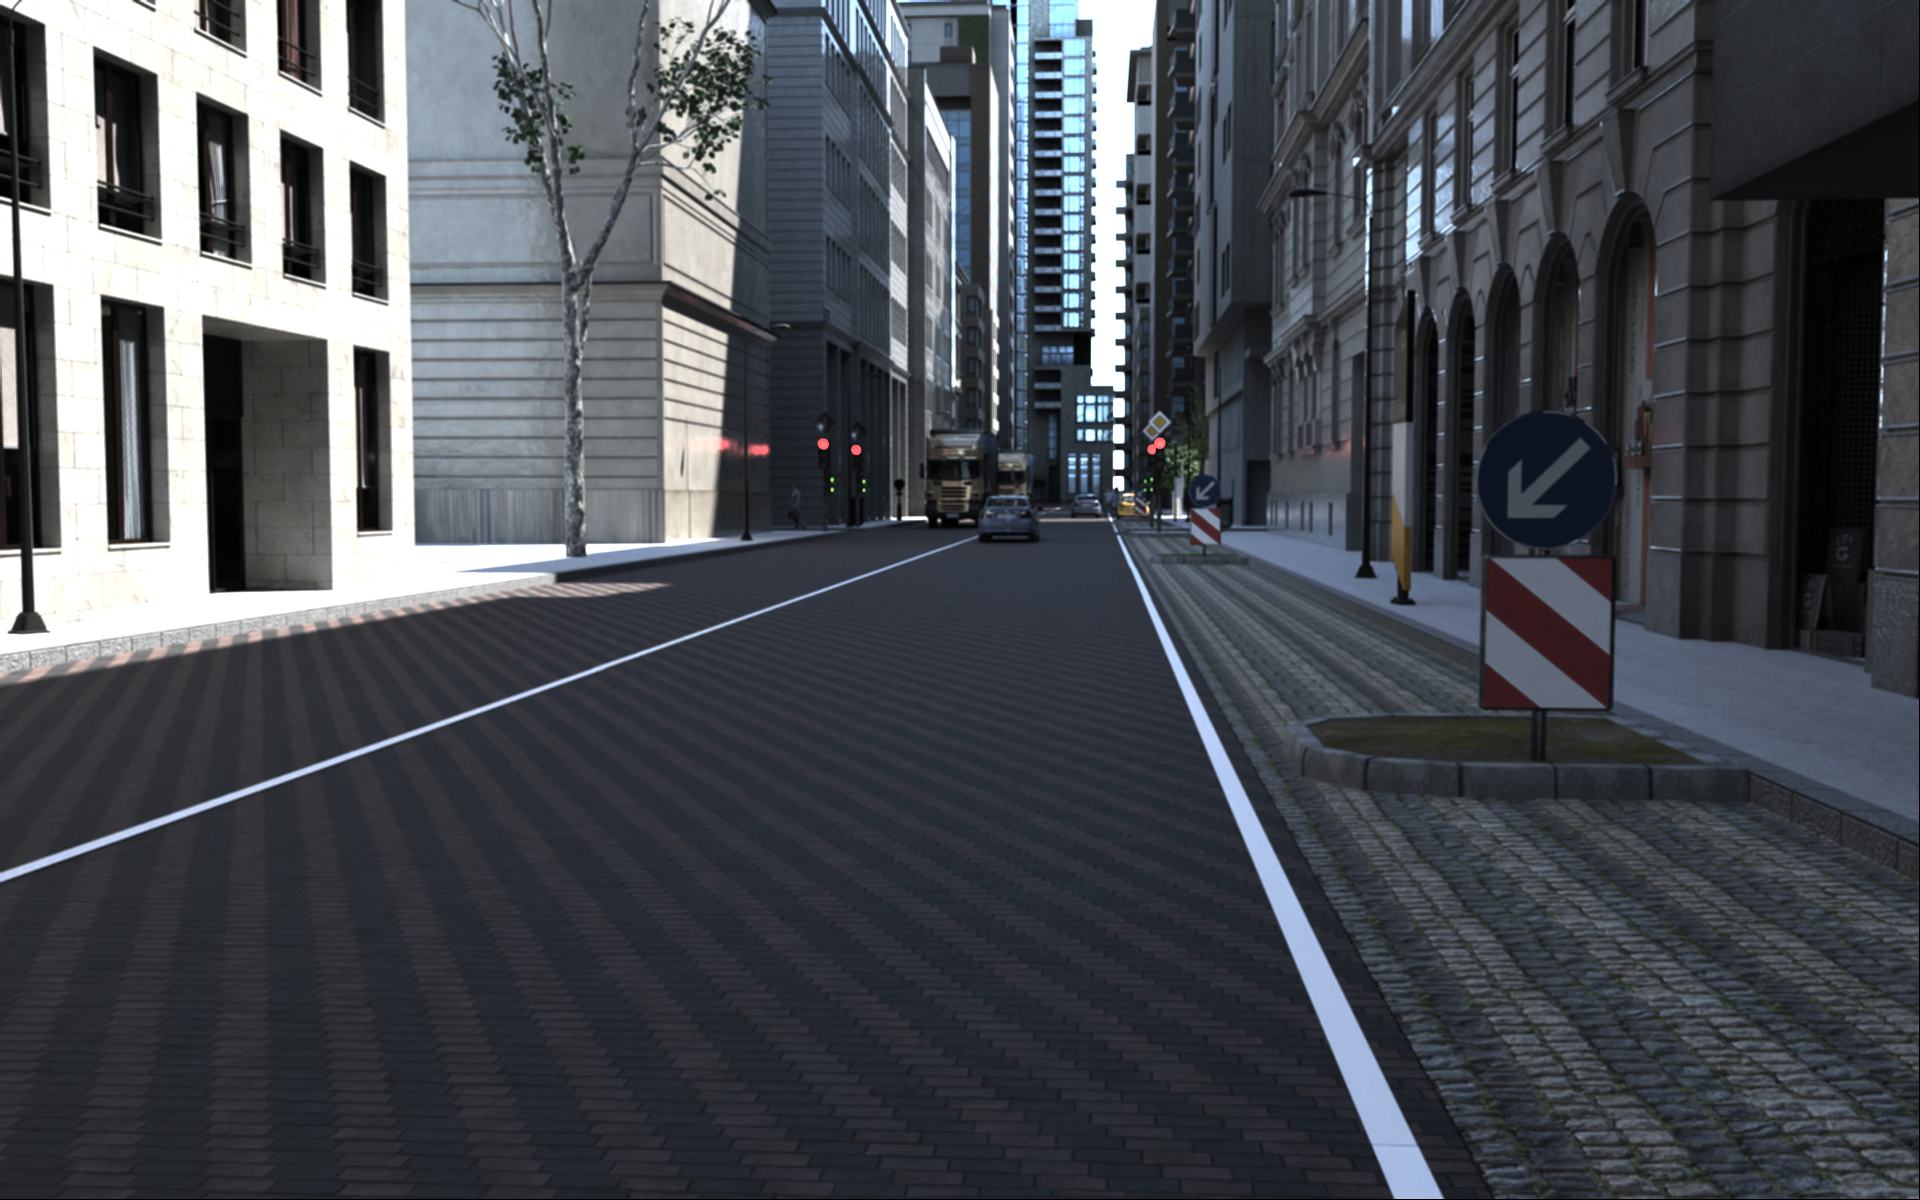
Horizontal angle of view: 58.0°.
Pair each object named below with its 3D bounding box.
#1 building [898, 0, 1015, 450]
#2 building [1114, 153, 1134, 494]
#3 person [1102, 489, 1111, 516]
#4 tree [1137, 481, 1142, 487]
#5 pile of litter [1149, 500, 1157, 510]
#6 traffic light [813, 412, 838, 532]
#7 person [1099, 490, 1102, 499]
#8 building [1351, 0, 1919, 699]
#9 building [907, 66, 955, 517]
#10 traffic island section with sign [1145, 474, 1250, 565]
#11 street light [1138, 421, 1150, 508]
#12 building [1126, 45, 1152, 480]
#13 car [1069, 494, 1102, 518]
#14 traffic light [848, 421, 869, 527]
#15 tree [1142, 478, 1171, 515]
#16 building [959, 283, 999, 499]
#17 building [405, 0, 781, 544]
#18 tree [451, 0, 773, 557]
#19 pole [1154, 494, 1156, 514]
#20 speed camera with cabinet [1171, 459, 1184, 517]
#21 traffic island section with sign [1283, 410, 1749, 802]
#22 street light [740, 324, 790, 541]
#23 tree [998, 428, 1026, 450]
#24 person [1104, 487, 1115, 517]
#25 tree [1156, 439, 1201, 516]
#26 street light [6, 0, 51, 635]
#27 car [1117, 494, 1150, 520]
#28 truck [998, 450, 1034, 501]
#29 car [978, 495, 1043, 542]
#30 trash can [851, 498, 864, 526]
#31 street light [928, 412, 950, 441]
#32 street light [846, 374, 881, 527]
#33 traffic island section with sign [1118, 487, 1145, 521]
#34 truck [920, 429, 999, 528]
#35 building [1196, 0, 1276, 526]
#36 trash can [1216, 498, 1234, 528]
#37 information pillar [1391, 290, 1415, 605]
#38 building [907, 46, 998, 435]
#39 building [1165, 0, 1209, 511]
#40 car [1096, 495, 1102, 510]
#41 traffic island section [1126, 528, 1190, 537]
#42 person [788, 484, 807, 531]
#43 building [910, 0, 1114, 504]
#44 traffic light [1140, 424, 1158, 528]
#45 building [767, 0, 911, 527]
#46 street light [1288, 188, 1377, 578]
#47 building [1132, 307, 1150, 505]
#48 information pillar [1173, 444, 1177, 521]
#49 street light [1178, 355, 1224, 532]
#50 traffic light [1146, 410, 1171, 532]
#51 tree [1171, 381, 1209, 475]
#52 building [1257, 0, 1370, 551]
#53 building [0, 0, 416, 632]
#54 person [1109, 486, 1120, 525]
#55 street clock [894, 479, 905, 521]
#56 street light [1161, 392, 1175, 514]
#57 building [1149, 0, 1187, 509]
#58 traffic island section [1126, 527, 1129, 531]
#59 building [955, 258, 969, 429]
[{"bbox_3d":[-7.796,-40.692,207.308,28.212,58.520,21.231,0,4,5],"label":"building"},{"bbox_3d":[36.192,-37.617,234.641,30.456,49.044,23.786,0,4,5],"label":"building"},{"bbox_3d":[9.603,-6.423,113.785,0.520,1.790,0.573,-1,4,-21],"label":"person"},{"bbox_3d":[15.825,-9.186,144.790,1.663,3.219,1.824,0,3,0],"label":"tree"},{"bbox_3d":[15.260,-7.625,138.637,1.176,0.858,1.719,0,4,4],"label":"pile of litter"},{"bbox_3d":[-4.595,-4.293,59.115,0.839,4.253,0.868,0,4,5],"label":"traffic light"},{"bbox_3d":[13.127,-9.381,161.954,0.705,1.814,1.350,2,4,26],"label":"person"},{"bbox_3d":[12.767,-10.973,21.208,13.314,21.916,24.055,0,4,5],"label":"building"},{"bbox_3d":[-7.128,-17.647,106.543,12.078,24.808,19.932,0,4,5],"label":"building"},{"bbox_3d":[4.926,-1.668,35.898,1.989,1.847,2.006,0,4,5],"label":"traffic island section with sign"},{"bbox_3d":[12.212,-8.399,109.860,1.470,5.913,1.316,0,4,5],"label":"street light"},{"bbox_3d":[33.781,-37.435,201.305,28.713,52.752,27.495,0,4,5],"label":"building"},{"bbox_3d":[7.526,-5.610,103.729,2.014,1.417,4.499,0,4,3],"label":"car"},{"bbox_3d":[-3.954,-4.780,67.075,0.839,4.253,0.868,0,4,5],"label":"traffic light"},{"bbox_3d":[12.634,-6.878,107.062,1.663,3.219,1.824,0,3,0],"label":"tree"},{"bbox_3d":[-11.120,-19.131,157.837,27.650,21.520,28.899,0,4,5],"label":"building"},{"bbox_3d":[-21.188,-13.389,52.189,30.059,22.955,16.112,0,4,5],"label":"building"},{"bbox_3d":[-6.612,-10.897,34.063,12.611,20.169,13.585,0,3,0],"label":"tree"},{"bbox_3d":[12.589,-7.253,112.434,0.158,3.312,0.155,0,3,0],"label":"pole"},{"bbox_3d":[12.329,-6.350,98.161,0.660,3.252,2.038,0,4,4],"label":"speed camera with cabinet"},{"bbox_3d":[2.745,-0.025,9.031,1.989,1.847,2.006,0,4,5],"label":"traffic island section with sign"},{"bbox_3d":[-5.357,-4.592,47.617,1.470,5.913,1.316,0,4,5],"label":"street light"},{"bbox_3d":[5.655,-14.874,193.558,4.360,8.622,3.978,0,3,0],"label":"tree"},{"bbox_3d":[9.198,-6.014,106.690,0.748,1.841,0.638,2,4,26],"label":"person"},{"bbox_3d":[12.848,-7.299,103.049,4.285,4.588,4.351,0,3,0],"label":"tree"},{"bbox_3d":[-8.042,-2.642,15.741,1.470,5.913,1.316,0,4,5],"label":"street light"},{"bbox_3d":[9.524,-5.233,95.788,2.015,1.641,3.980,0,4,4],"label":"car"},{"bbox_3d":[3.309,-7.527,111.975,2.839,4.237,11.283,0,4,5],"label":"truck"},{"bbox_3d":[1.521,-2.510,53.045,2.014,1.417,4.499,0,4,4],"label":"car"},{"bbox_3d":[-4.221,-3.590,70.356,0.748,1.137,0.748,0,3,0],"label":"trash can"},{"bbox_3d":[-1.270,-7.681,98.127,1.470,5.913,1.316,0,4,5],"label":"street light"},{"bbox_3d":[-3.739,-5.776,66.982,1.470,5.913,1.316,0,4,5],"label":"street light"},{"bbox_3d":[9.350,-5.027,90.815,1.989,1.847,2.006,0,4,5],"label":"traffic island section with sign"},{"bbox_3d":[0.126,-5.392,77.066,2.839,4.237,11.283,0,4,5],"label":"truck"},{"bbox_3d":[24.407,-29.890,77.939,27.495,52.752,28.713,0,4,5],"label":"building"},{"bbox_3d":[9.989,-3.292,65.481,0.748,1.137,0.748,0,3,0],"label":"trash can"},{"bbox_3d":[5.158,-1.762,20.166,0.183,3.616,0.504,0,4,-4],"label":"information pillar"},{"bbox_3d":[-3.378,-32.291,178.068,14.600,45.320,14.200,0,4,5],"label":"building"},{"bbox_3d":[26.301,-28.773,125.058,22.147,44.769,28.867,0,4,5],"label":"building"},{"bbox_3d":[11.726,-8.613,153.404,1.945,1.354,3.894,0,4,5],"label":"car"},{"bbox_3d":[6.721,-2.205,58.337,2.009,0.180,2.903,0,4,5],"label":"traffic island section"},{"bbox_3d":[-6.117,-3.417,64.490,0.853,1.813,0.709,-2,4,-33],"label":"person"},{"bbox_3d":[5.436,-56.403,234.853,31.000,86.520,22.319,0,4,5],"label":"building"},{"bbox_3d":[7.323,-4.726,66.186,0.839,4.253,0.868,0,4,5],"label":"traffic light"},{"bbox_3d":[-9.447,-18.585,81.357,11.434,29.767,29.804,0,4,5],"label":"building"},{"bbox_3d":[5.688,-3.297,26.448,1.470,5.913,1.316,0,4,5],"label":"street light"},{"bbox_3d":[31.512,-20.106,173.772,27.650,21.520,28.899,0,4,5],"label":"building"},{"bbox_3d":[10.086,-5.494,81.173,0.183,3.616,0.504,0,4,4],"label":"information pillar"},{"bbox_3d":[8.158,-5.233,58.095,1.470,5.913,1.316,0,4,5],"label":"street light"},{"bbox_3d":[6.681,-4.239,58.226,0.839,4.253,0.868,0,4,5],"label":"traffic light"},{"bbox_3d":[15.546,-9.758,109.910,4.737,8.622,4.395,0,3,0],"label":"tree"},{"bbox_3d":[15.517,-15.772,45.265,14.401,28.519,23.554,0,4,5],"label":"building"},{"bbox_3d":[-13.947,-9.937,17.225,10.420,20.320,16.860,0,4,5],"label":"building"},{"bbox_3d":[7.258,-4.438,81.332,0.793,1.790,0.793,1,4,20],"label":"person"},{"bbox_3d":[-2.944,-4.857,83.980,0.471,2.002,0.358,-1,4,-20],"label":"street clock"},{"bbox_3d":[9.881,-6.507,78.927,1.470,5.913,1.316,0,4,5],"label":"street light"},{"bbox_3d":[23.845,-30.702,152.082,14.600,45.320,14.200,0,4,5],"label":"building"},{"bbox_3d":[7.362,-2.692,66.296,2.009,0.180,2.903,0,4,5],"label":"traffic island section"},{"bbox_3d":[-5.866,-17.793,127.080,11.583,22.565,21.152,0,4,5],"label":"building"}]
